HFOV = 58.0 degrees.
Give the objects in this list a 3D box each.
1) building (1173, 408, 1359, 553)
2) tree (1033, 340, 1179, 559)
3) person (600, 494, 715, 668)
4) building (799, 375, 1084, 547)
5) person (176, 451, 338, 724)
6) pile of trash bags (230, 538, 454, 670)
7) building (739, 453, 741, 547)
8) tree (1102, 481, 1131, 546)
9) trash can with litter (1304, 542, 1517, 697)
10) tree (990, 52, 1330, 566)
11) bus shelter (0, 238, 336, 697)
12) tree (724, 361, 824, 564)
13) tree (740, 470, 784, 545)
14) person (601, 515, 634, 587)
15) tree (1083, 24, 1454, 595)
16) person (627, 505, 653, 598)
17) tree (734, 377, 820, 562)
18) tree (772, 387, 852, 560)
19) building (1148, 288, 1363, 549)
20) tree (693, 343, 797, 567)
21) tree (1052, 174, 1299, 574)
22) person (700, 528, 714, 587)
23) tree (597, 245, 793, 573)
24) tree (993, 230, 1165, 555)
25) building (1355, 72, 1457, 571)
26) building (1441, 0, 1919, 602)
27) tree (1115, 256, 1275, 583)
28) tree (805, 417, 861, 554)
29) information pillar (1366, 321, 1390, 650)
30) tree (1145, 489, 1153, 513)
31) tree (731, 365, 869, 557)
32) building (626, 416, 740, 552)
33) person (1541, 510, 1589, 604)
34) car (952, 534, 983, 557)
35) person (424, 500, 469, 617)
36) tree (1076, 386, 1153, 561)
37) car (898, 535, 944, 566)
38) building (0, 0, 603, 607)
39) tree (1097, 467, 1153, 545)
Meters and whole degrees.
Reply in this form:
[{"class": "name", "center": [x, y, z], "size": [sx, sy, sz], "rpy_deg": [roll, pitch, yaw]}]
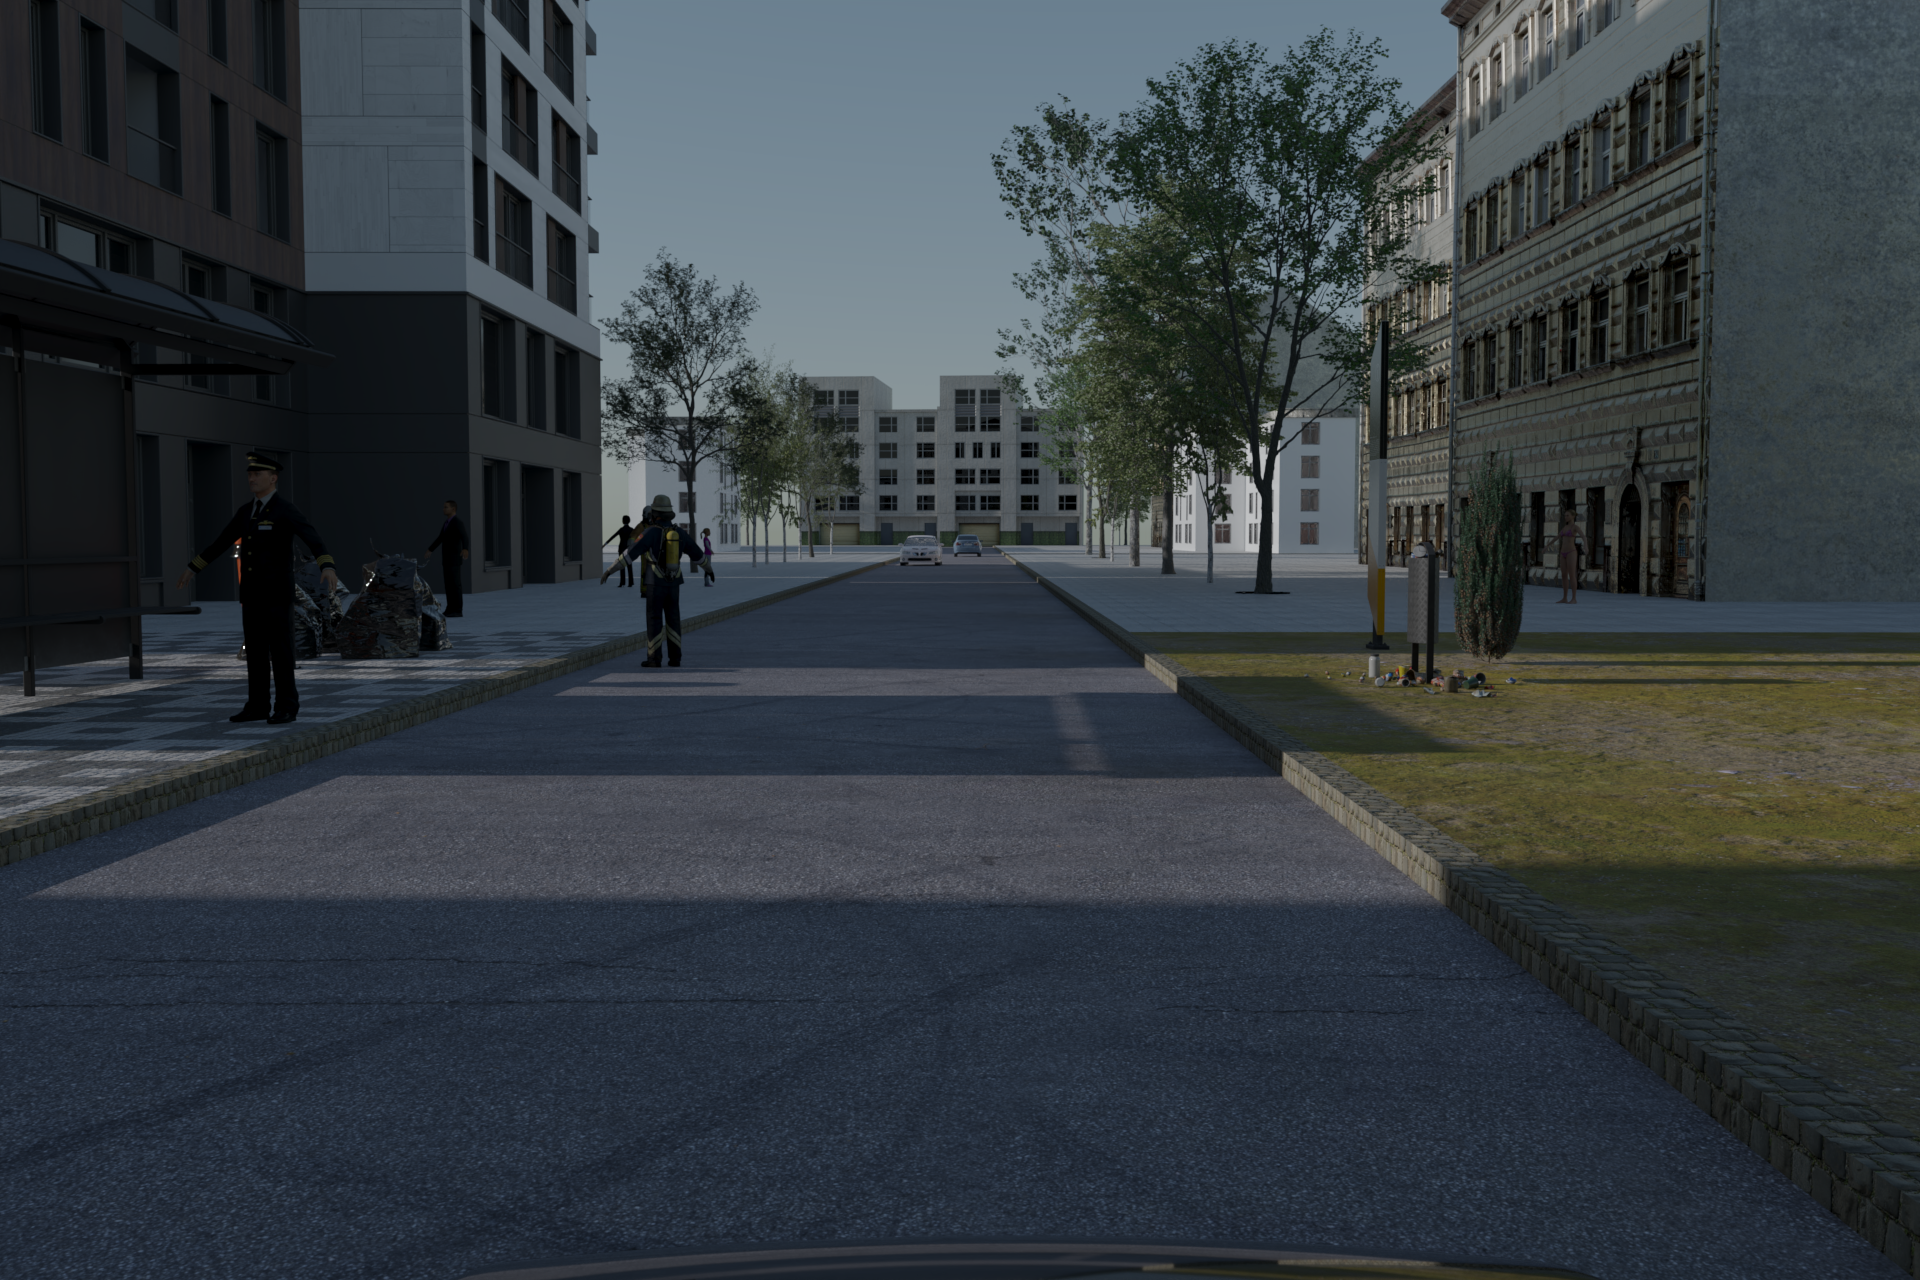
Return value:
[{"class": "building", "center": [22.080, -11.476, 129.775], "size": [9.099, 9.664, 28.070], "rpy_deg": [0, 4, 0]}, {"class": "tree", "center": [7.639, -10.122, 91.249], "size": [9.928, 11.665, 9.643], "rpy_deg": [0, 3, 0]}, {"class": "person", "center": [-3.212, -0.638, 18.666], "size": [1.354, 1.856, 0.705], "rpy_deg": [-3, 4, -36]}, {"class": "building", "center": [-1.546, -20.250, 199.999], "size": [31.486, 18.905, 16.747], "rpy_deg": [0, 4, 5]}, {"class": "person", "center": [-4.745, -0.359, 11.804], "size": [1.347, 1.837, 0.705], "rpy_deg": [1, 4, 21]}, {"class": "pile of trash bags", "center": [-6.548, -0.494, 17.830], "size": [1.912, 1.369, 3.447], "rpy_deg": [0, 4, 1]}, {"class": "building", "center": [-25.442, -13.694, 166.049], "size": [9.099, 9.664, 28.070], "rpy_deg": [0, 4, 0]}, {"class": "tree", "center": [18.081, -14.862, 193.360], "size": [4.360, 8.622, 3.978], "rpy_deg": [0, 3, 0]}, {"class": "trash can with litter", "center": [3.913, -0.220, 14.653], "size": [1.678, 1.210, 2.233], "rpy_deg": [0, 4, 0]}, {"class": "tree", "center": [8.247, -12.939, 67.435], "size": [12.611, 20.169, 13.585], "rpy_deg": [0, 3, 0]}, {"class": "bus shelter", "center": [-6.636, -1.152, 12.756], "size": [2.014, 3.302, 5.546], "rpy_deg": [0, 4, 2]}, {"class": "tree", "center": [-8.061, -7.491, 72.835], "size": [4.737, 8.622, 4.395], "rpy_deg": [0, 3, 0]}, {"class": "tree", "center": [-23.568, -16.943, 195.139], "size": [7.486, 12.596, 7.792], "rpy_deg": [0, 3, 0]}, {"class": "person", "center": [-8.096, -2.140, 41.716], "size": [0.721, 1.740, 1.216], "rpy_deg": [3, 5, 44]}, {"class": "tree", "center": [6.467, -6.783, 36.653], "size": [9.928, 11.665, 9.643], "rpy_deg": [0, 3, 0]}, {"class": "person", "center": [-6.234, -1.775, 34.793], "size": [0.705, 1.858, 1.354], "rpy_deg": [2, 4, 35]}, {"class": "tree", "center": [-7.873, -7.892, 79.391], "size": [4.360, 8.622, 3.978], "rpy_deg": [0, 3, 0]}, {"class": "tree", "center": [-8.180, -8.361, 87.068], "size": [4.360, 8.622, 3.978], "rpy_deg": [0, 3, 0]}, {"class": "building", "center": [28.105, -20.201, 161.213], "size": [19.493, 23.208, 18.063], "rpy_deg": [0, 4, 0]}, {"class": "tree", "center": [-7.816, -7.099, 66.432], "size": [4.360, 8.622, 3.978], "rpy_deg": [0, 3, 0]}, {"class": "tree", "center": [6.772, -8.357, 54.772], "size": [7.486, 12.596, 7.792], "rpy_deg": [0, 3, 0]}, {"class": "person", "center": [-6.102, -2.018, 42.256], "size": [0.599, 1.433, 0.991], "rpy_deg": [-1, 4, -15]}, {"class": "tree", "center": [-9.123, -7.496, 56.971], "size": [7.601, 10.594, 8.767], "rpy_deg": [-2, 4, -29]}, {"class": "tree", "center": [7.763, -15.389, 107.506], "size": [12.611, 20.169, 13.585], "rpy_deg": [0, 3, 0]}, {"class": "building", "center": [26.019, -14.204, 63.157], "size": [19.493, 23.208, 18.063], "rpy_deg": [0, 4, 0]}, {"class": "building", "center": [23.418, -12.844, 40.932], "size": [19.493, 23.208, 18.063], "rpy_deg": [0, 4, 1]}, {"class": "tree", "center": [6.356, -5.796, 45.121], "size": [4.737, 8.622, 4.395], "rpy_deg": [0, 3, 0]}, {"class": "tree", "center": [-8.065, -9.686, 108.724], "size": [4.360, 8.622, 3.978], "rpy_deg": [0, 3, 0]}, {"class": "information pillar", "center": [4.666, -1.711, 19.328], "size": [0.183, 3.616, 0.504], "rpy_deg": [0, 4, 0]}, {"class": "tree", "center": [23.236, -14.903, 194.028], "size": [4.360, 8.622, 3.978], "rpy_deg": [0, 3, 0]}, {"class": "tree", "center": [-8.444, -9.835, 95.211], "size": [7.601, 10.594, 8.767], "rpy_deg": [2, 4, 29]}, {"class": "building", "center": [-21.952, -11.960, 137.699], "size": [9.099, 9.664, 28.070], "rpy_deg": [0, 4, 0]}, {"class": "person", "center": [11.178, -1.539, 31.965], "size": [0.721, 1.733, 1.217], "rpy_deg": [-1, 4, -20]}, {"class": "car", "center": [0.474, -5.996, 110.039], "size": [2.014, 1.417, 4.499], "rpy_deg": [0, 3, 0]}, {"class": "person", "center": [-7.876, -1.256, 26.756], "size": [0.704, 1.802, 1.346], "rpy_deg": [-3, 5, -42]}, {"class": "tree", "center": [7.239, -8.000, 81.164], "size": [4.737, 8.622, 4.395], "rpy_deg": [0, 3, 0]}, {"class": "car", "center": [-1.776, -4.128, 79.859], "size": [2.083, 1.381, 4.827], "rpy_deg": [0, 4, 1]}, {"class": "building", "center": [-24.330, -11.627, 34.073], "size": [27.936, 21.610, 32.646], "rpy_deg": [0, 4, 0]}, {"class": "tree", "center": [19.601, -17.251, 200.178], "size": [7.486, 12.596, 7.792], "rpy_deg": [0, 3, 0]}]
